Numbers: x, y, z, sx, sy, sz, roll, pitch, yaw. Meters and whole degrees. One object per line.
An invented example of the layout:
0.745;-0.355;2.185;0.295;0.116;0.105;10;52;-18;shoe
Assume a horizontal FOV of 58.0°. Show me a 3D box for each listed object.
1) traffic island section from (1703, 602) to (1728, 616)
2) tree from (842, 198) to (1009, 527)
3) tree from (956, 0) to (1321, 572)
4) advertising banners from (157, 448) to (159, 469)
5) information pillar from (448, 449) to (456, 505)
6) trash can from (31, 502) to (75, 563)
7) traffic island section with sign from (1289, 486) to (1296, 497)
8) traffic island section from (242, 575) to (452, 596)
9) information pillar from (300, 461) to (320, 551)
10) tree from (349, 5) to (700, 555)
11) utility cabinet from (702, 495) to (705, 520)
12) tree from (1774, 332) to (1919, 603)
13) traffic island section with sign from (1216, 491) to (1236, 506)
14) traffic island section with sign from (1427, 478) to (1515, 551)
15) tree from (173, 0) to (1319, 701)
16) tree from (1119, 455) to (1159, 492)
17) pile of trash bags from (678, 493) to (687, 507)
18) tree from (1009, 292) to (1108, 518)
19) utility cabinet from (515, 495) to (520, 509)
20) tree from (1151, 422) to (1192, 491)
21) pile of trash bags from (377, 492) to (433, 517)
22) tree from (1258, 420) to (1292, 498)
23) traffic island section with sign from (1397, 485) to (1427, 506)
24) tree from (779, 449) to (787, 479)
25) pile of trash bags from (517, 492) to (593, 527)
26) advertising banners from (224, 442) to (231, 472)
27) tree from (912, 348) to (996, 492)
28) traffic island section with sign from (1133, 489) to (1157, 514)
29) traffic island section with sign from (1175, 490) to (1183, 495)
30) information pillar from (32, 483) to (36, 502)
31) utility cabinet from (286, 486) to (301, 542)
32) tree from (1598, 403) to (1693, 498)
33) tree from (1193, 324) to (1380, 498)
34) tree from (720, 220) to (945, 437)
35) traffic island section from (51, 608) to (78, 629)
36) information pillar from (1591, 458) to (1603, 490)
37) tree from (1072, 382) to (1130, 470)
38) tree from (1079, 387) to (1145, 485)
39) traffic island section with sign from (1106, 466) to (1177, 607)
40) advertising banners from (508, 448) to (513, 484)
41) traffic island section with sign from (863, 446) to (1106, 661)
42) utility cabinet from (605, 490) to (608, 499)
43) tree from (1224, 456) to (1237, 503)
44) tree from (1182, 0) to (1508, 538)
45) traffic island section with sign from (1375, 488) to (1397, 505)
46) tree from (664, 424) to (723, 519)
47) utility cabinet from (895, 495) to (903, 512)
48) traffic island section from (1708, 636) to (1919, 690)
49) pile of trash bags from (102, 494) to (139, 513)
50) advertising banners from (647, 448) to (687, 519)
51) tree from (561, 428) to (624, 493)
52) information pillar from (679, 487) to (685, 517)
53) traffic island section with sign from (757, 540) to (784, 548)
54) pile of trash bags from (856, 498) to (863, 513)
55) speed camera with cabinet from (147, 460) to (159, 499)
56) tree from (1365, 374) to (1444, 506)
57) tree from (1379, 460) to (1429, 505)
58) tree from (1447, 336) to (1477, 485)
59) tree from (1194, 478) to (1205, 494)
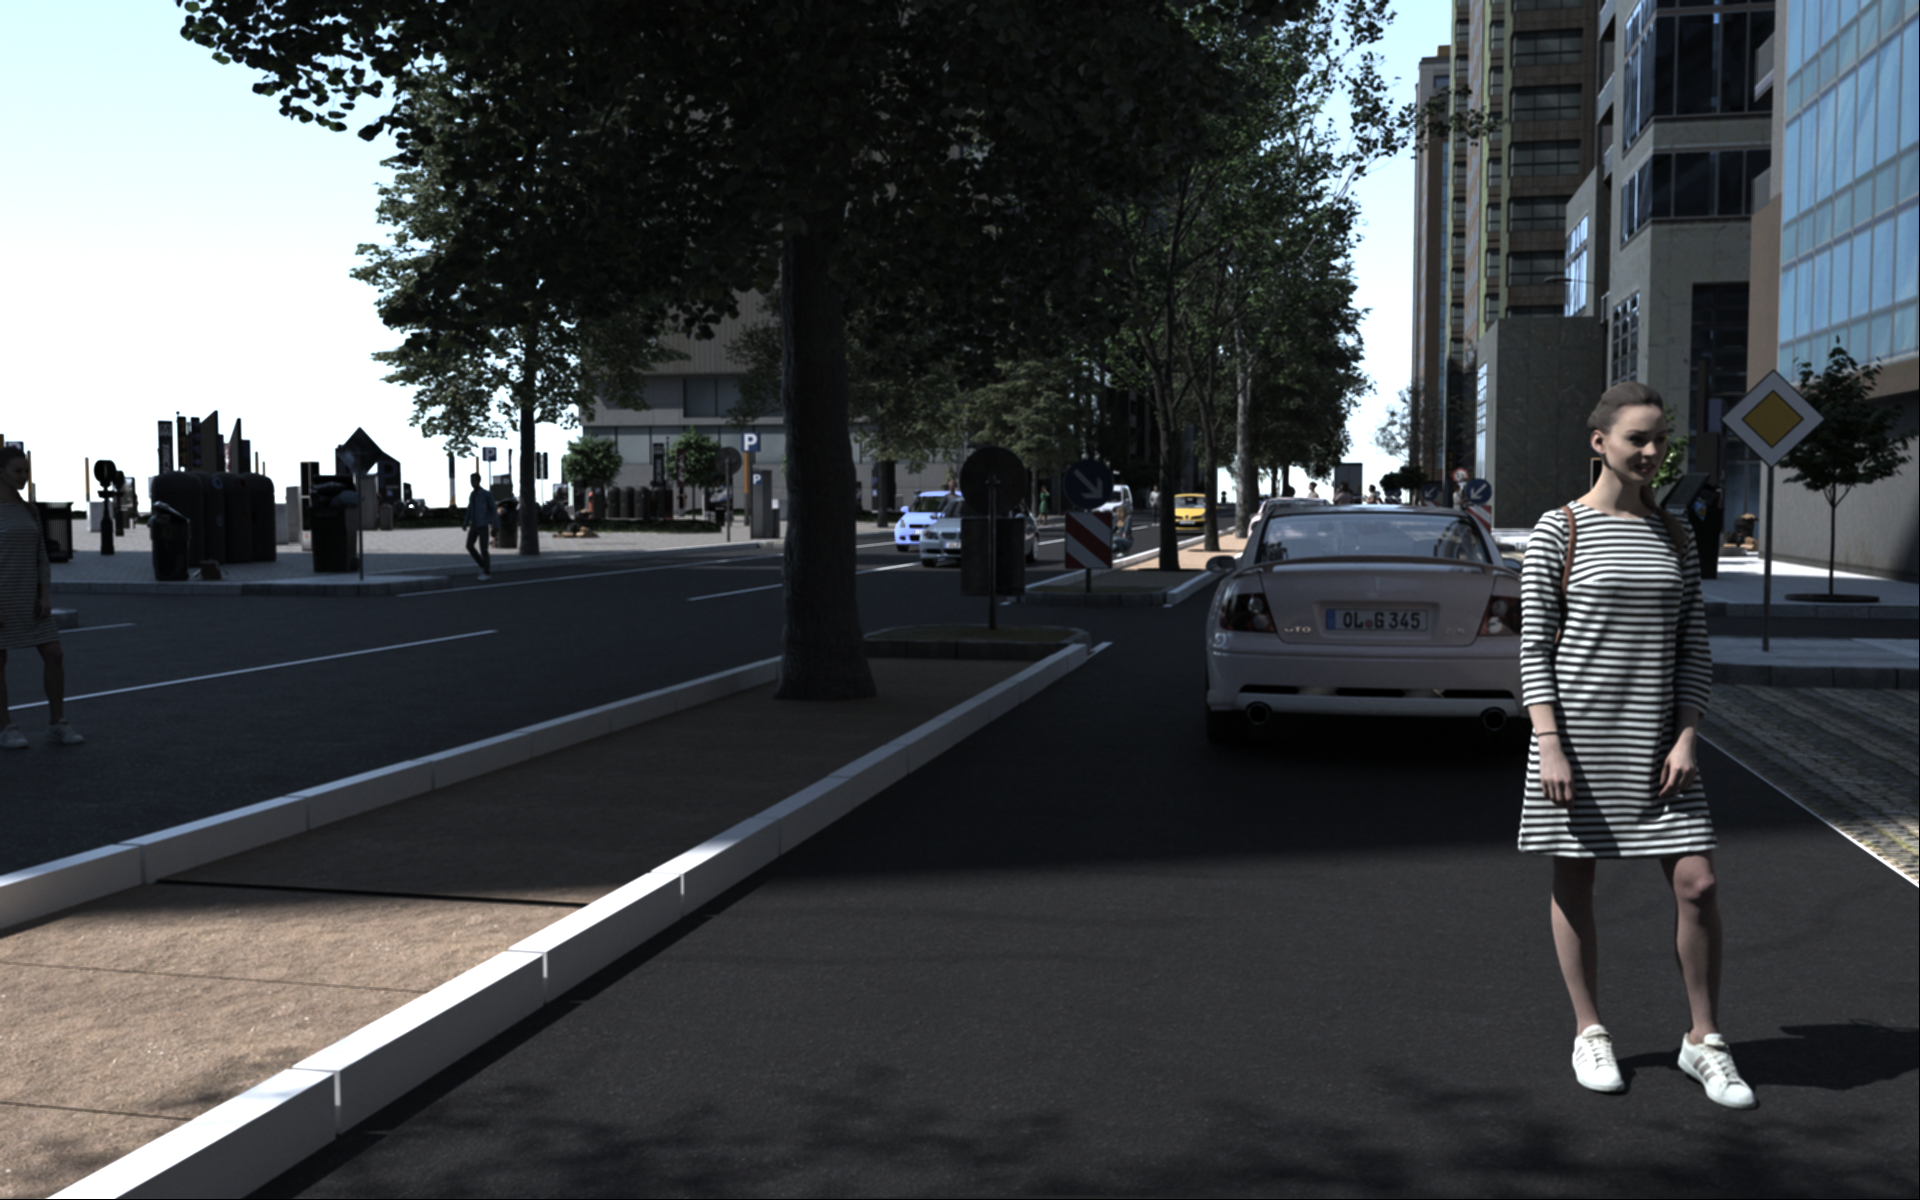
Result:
8.360;0.020;21.955;2.009;0.180;2.903;1;4;13;traffic island section
-3.228;-9.099;66.901;7.486;12.596;7.792;0;3;0;tree
3.793;-6.342;31.903;9.928;11.665;9.643;0;3;0;tree
-30.818;-4.349;67.296;0.090;3.025;2.074;0;4;-6;advertising banners
-26.435;-6.040;90.115;0.183;3.616;0.504;1;4;17;information pillar
-16.993;-1.274;32.484;0.748;1.137;0.748;0;3;0;trash can
18.305;-5.398;96.390;2.006;1.907;1.989;1;4;13;traffic island section with sign
-8.949;-0.218;25.842;2.009;0.180;2.903;1;4;13;traffic island section
-14.592;-2.106;38.922;0.304;2.012;0.304;2;4;23;information pillar
-8.740;-7.214;36.080;7.486;12.596;7.792;0;3;0;tree
-12.305;-4.599;86.363;1.020;1.237;0.306;-2;4;-25;utility cabinet
10.377;-1.601;20.782;1.663;3.219;1.824;0;3;0;tree
31.038;-11.914;203.427;1.989;1.847;2.006;1;4;13;traffic island section with sign
13.023;-2.169;44.084;1.989;1.847;2.006;1;4;13;traffic island section with sign
-0.958;-6.274;11.688;9.857;13.997;8.962;0;3;0;tree
15.064;-9.896;145.519;4.285;4.588;4.351;0;3;0;tree
-18.121;-5.784;104.326;3.447;1.369;1.912;0;4;3;pile of trash bags
4.101;-10.709;93.222;7.486;12.596;7.792;0;3;0;tree
-21.370;-4.486;84.508;0.306;1.237;1.020;-3;5;-39;utility cabinet
20.246;-13.106;164.650;4.360;8.622;3.978;0;3;0;tree
-23.091;-3.735;70.811;1.912;1.369;3.447;1;4;16;pile of trash bags
15.493;-8.047;84.392;4.737;8.622;4.395;0;3;0;tree
18.939;-3.777;70.384;1.989;1.847;2.006;1;4;13;traffic island section with sign
-7.640;-6.416;88.620;4.285;4.588;4.351;0;3;0;tree
-15.891;-3.608;68.742;3.447;1.369;1.912;-1;4;-19;pile of trash bags
-25.481;-3.872;59.490;2.074;3.025;0.090;3;5;43;advertising banners
-0.405;-8.329;86.536;4.737;8.622;4.395;0;3;0;tree
12.921;-6.992;122.948;1.989;1.847;2.006;1;4;13;traffic island section with sign
18.919;-8.623;149.609;1.989;1.847;2.006;1;4;13;traffic island section with sign
-59.497;-6.521;111.114;0.304;2.012;0.304;0;4;-1;information pillar
-17.747;-2.288;46.095;0.318;1.500;1.173;-1;4;-18;utility cabinet
12.655;-2.291;32.059;1.663;3.219;1.824;0;3;0;tree
17.431;-10.575;92.373;9.611;12.733;9.660;0;3;0;tree
-4.384;-7.470;56.554;7.601;10.594;8.767;1;4;21;tree
-10.703;0.259;18.051;2.009;0.180;2.903;1;4;13;traffic island section
13.129;-1.896;35.485;0.304;2.012;0.304;-3;4;-39;information pillar
9.127;-10.078;115.136;4.360;8.622;3.978;0;3;0;tree
10.396;-10.367;119.860;4.737;8.622;4.395;0;3;0;tree
1.809;-0.914;23.078;2.006;1.907;1.989;1;4;13;traffic island section with sign
-17.220;-4.240;65.505;0.090;3.025;2.074;0;4;4;advertising banners
0.173;-0.472;15.853;2.006;1.907;1.989;1;4;13;traffic island section with sign
-19.465;-5.471;98.126;1.173;1.500;0.318;-2;4;-25;utility cabinet
39.948;-18.468;252.320;4.360;8.622;3.978;0;3;0;tree
10.085;-11.974;54.120;12.611;20.169;13.585;0;3;0;tree
35.837;-8.367;145.434;1.989;1.847;2.006;1;4;13;traffic island section with sign
-12.233;-5.889;80.003;4.285;4.588;4.351;0;3;0;tree
-3.539;-4.982;92.620;1.020;1.237;0.306;-2;4;-31;utility cabinet
6.606;0.496;14.164;2.009;0.180;2.903;1;4;13;traffic island section
-51.574;-5.931;106.728;3.447;1.369;1.912;3;5;40;pile of trash bags
-11.077;-4.244;65.583;0.090;3.025;2.074;3;4;37;advertising banners
-18.333;-6.265;86.141;4.285;4.588;4.351;0;3;0;tree
-15.767;-5.729;98.156;0.304;2.012;0.304;0;4;1;information pillar
-4.230;-2.334;46.796;1.989;1.847;2.006;1;4;13;traffic island section with sign
-6.166;-4.583;84.689;1.912;1.369;3.447;-3;5;-40;pile of trash bags
-38.947;-5.557;85.197;0.660;3.252;2.038;1;4;21;speed camera with cabinet
46.313;-16.302;176.913;12.009;13.543;11.850;0;3;0;tree
42.401;-10.963;162.958;4.285;4.588;4.351;0;3;0;tree
23.476;-7.724;76.655;4.360;8.622;3.978;0;3;0;tree
28.670;-12.850;204.691;1.663;3.219;1.824;0;3;0;tree
